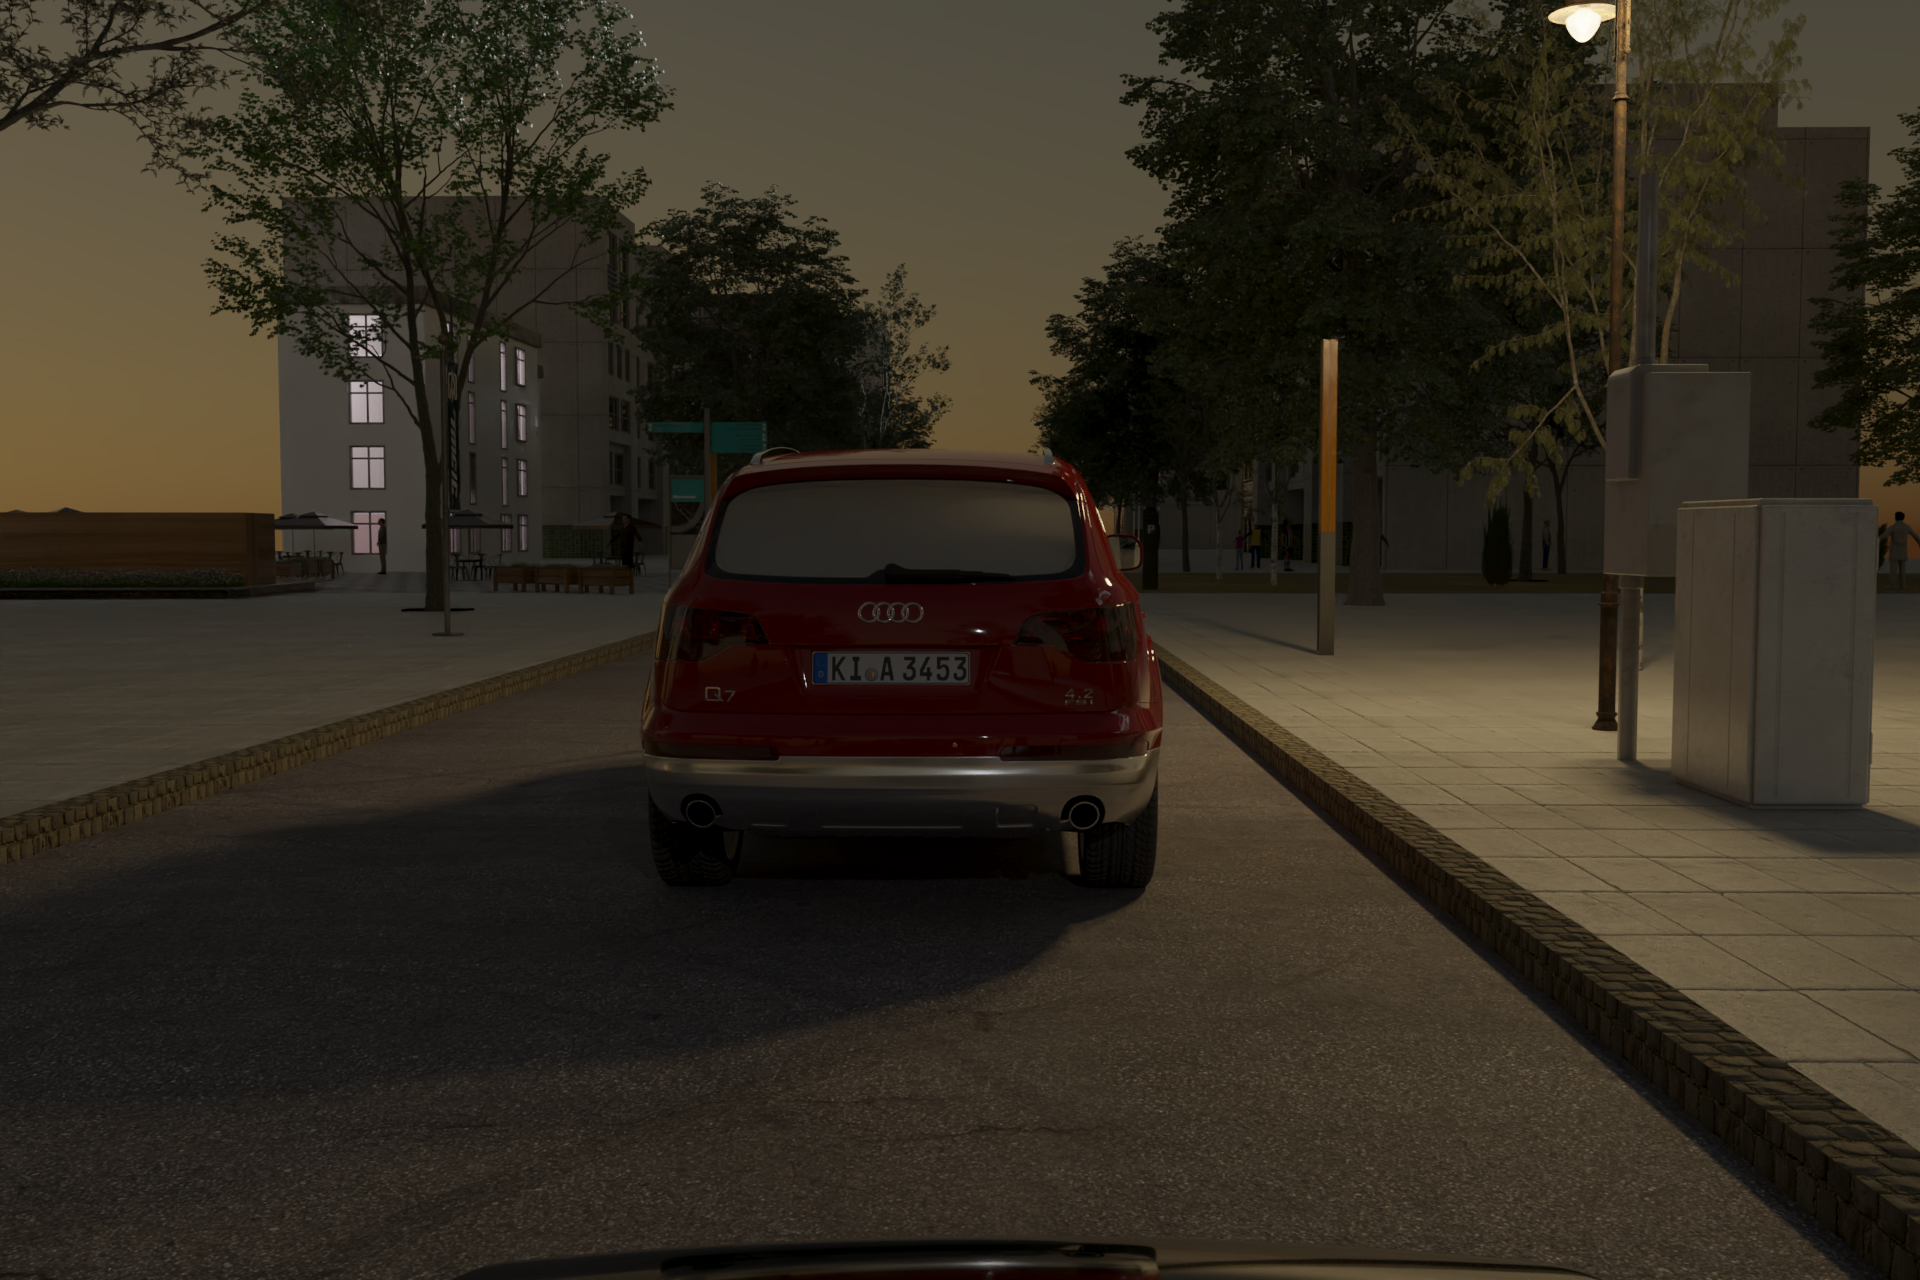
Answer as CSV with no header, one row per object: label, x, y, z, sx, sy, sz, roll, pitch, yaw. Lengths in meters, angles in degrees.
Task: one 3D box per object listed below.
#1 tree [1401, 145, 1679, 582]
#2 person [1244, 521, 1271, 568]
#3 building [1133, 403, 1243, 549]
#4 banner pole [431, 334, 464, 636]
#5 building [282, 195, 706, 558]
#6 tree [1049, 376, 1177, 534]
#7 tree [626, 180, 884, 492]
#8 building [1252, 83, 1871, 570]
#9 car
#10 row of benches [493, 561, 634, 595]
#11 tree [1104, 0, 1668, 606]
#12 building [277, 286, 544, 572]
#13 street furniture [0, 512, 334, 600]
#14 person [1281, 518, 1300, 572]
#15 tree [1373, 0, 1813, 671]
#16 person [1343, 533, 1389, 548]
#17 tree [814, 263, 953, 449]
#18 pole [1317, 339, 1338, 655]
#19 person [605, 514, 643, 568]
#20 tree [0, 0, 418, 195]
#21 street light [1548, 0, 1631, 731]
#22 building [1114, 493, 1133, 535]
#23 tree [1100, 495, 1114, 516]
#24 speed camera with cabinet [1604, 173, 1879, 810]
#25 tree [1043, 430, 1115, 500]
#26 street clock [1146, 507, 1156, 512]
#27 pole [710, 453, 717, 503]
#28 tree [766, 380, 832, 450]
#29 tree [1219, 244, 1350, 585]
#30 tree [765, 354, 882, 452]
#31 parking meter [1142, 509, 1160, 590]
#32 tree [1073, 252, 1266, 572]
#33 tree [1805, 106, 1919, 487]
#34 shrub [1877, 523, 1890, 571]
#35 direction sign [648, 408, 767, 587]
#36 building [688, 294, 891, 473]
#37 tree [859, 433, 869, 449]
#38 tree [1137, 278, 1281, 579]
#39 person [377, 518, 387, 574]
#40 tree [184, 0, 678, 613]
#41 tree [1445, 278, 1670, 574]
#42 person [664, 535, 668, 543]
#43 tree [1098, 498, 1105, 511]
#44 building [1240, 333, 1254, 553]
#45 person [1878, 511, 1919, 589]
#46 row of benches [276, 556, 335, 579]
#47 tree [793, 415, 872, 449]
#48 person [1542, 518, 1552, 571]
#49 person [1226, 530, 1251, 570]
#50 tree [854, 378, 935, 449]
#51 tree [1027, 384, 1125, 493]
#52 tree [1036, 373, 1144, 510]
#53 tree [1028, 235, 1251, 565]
tree,15.426,-7.382,46.455,9.928,11.665,9.643,0,3,0
person,11.030,-3.562,64.704,1.216,1.772,0.721,0,4,-4
building,25.942,-18.173,163.580,16.747,18.905,31.486,0,4,2
banner pole,-6.481,-1.958,22.036,0.401,3.779,0.863,0,4,1
building,-26.604,-14.690,106.647,16.747,18.905,31.486,0,4,2
tree,8.519,-9.778,94.276,8.767,10.594,7.601,1,4,15
tree,-7.386,-9.492,61.856,9.857,13.997,8.962,0,3,0
building,23.799,-12.868,76.851,16.747,18.905,31.486,0,4,1
car,-0.185,0.006,8.569,2.281,1.827,5.304,0,4,1
row of benches,-8.671,-1.376,37.958,4.104,0.672,1.422,3,4,37
tree,7.255,-7.588,30.726,9.857,13.997,8.962,0,3,0
building,-22.078,-7.993,72.836,9.099,9.664,28.070,0,4,2
street furniture,-18.745,-1.815,36.534,9.812,1.723,11.010,0,4,-5
person,11.271,-3.257,59.391,0.704,1.843,1.345,3,4,36
tree,6.365,-4.003,15.806,4.360,8.622,3.978,0,3,0
person,11.198,-2.536,47.594,1.348,1.813,0.705,-1,4,-11
tree,-6.191,-16.318,122.688,12.611,20.169,13.585,0,3,0
pole,3.876,-1.494,18.278,0.158,3.312,0.155,0,3,0
person,-8.725,-2.393,45.261,1.346,1.812,0.704,3,4,36
tree,-8.324,-6.178,11.382,12.009,13.543,11.850,0,3,0
street light,4.235,-2.347,11.169,0.468,5.910,1.993,0,4,1
building,28.145,-22.873,204.897,19.493,23.208,18.063,0,4,1
tree,22.524,-19.723,232.832,12.009,13.543,11.850,0,3,0
speed camera with cabinet,3.963,-0.892,8.927,0.660,3.252,2.038,0,4,1
tree,8.988,-12.099,132.224,8.767,10.594,7.601,3,5,44
street clock,5.034,-2.510,45.613,0.358,2.002,0.471,0,3,0
pole,-5.483,-2.730,38.483,0.158,3.312,0.155,0,3,0
tree,-7.236,-7.479,72.651,4.360,8.622,3.978,0,3,0
tree,8.099,-5.675,43.154,4.737,8.622,4.395,0,3,0
tree,-7.195,-9.129,83.679,8.767,10.594,7.601,2,4,29
parking meter,4.420,-2.100,40.044,0.399,1.863,0.255,0,4,2
tree,7.329,-7.575,58.267,7.601,10.594,8.767,-1,4,-12
tree,25.803,-7.735,44.596,7.486,12.596,7.792,0,3,0
shrub,27.473,-2.987,52.872,1.661,2.075,1.752,0,3,0
direction sign,-5.360,-2.976,37.412,2.525,3.948,1.411,0,4,0
building,-21.467,-19.564,163.853,27.936,21.610,32.646,0,4,1
tree,-6.607,-9.216,101.050,4.737,8.622,4.395,0,3,0
tree,7.497,-6.036,49.059,4.360,8.622,3.978,0,3,0
person,-18.462,-2.996,55.261,0.705,1.796,1.348,-1,4,-16
tree,-8.648,-6.293,28.647,9.928,11.665,9.643,0,3,0
tree,19.418,-7.413,55.612,8.767,10.594,7.601,1,4,11
person,-11.707,-3.962,71.576,1.217,1.733,0.721,1,4,18
tree,9.136,-12.803,143.735,8.767,10.594,7.601,0,4,-3
building,28.809,-17.167,111.609,19.493,23.208,18.063,0,4,1
person,21.835,-2.089,40.339,1.347,1.806,0.705,0,4,-4
row of benches,-17.996,-1.958,47.481,1.422,0.672,4.104,0,4,-4
tree,-7.373,-8.642,91.658,4.360,8.622,3.978,0,3,0
person,20.504,-3.340,60.459,0.705,1.847,1.347,2,4,24
person,9.919,-3.200,61.584,0.991,1.433,0.599,-1,4,-16
tree,-6.713,-14.184,138.569,9.857,13.997,8.962,0,3,0
tree,8.368,-11.738,117.674,9.928,11.665,9.643,0,3,0
tree,8.437,-11.123,107.611,9.928,11.665,9.643,0,3,0
tree,7.782,-10.086,71.559,9.857,13.997,8.962,0,3,0
